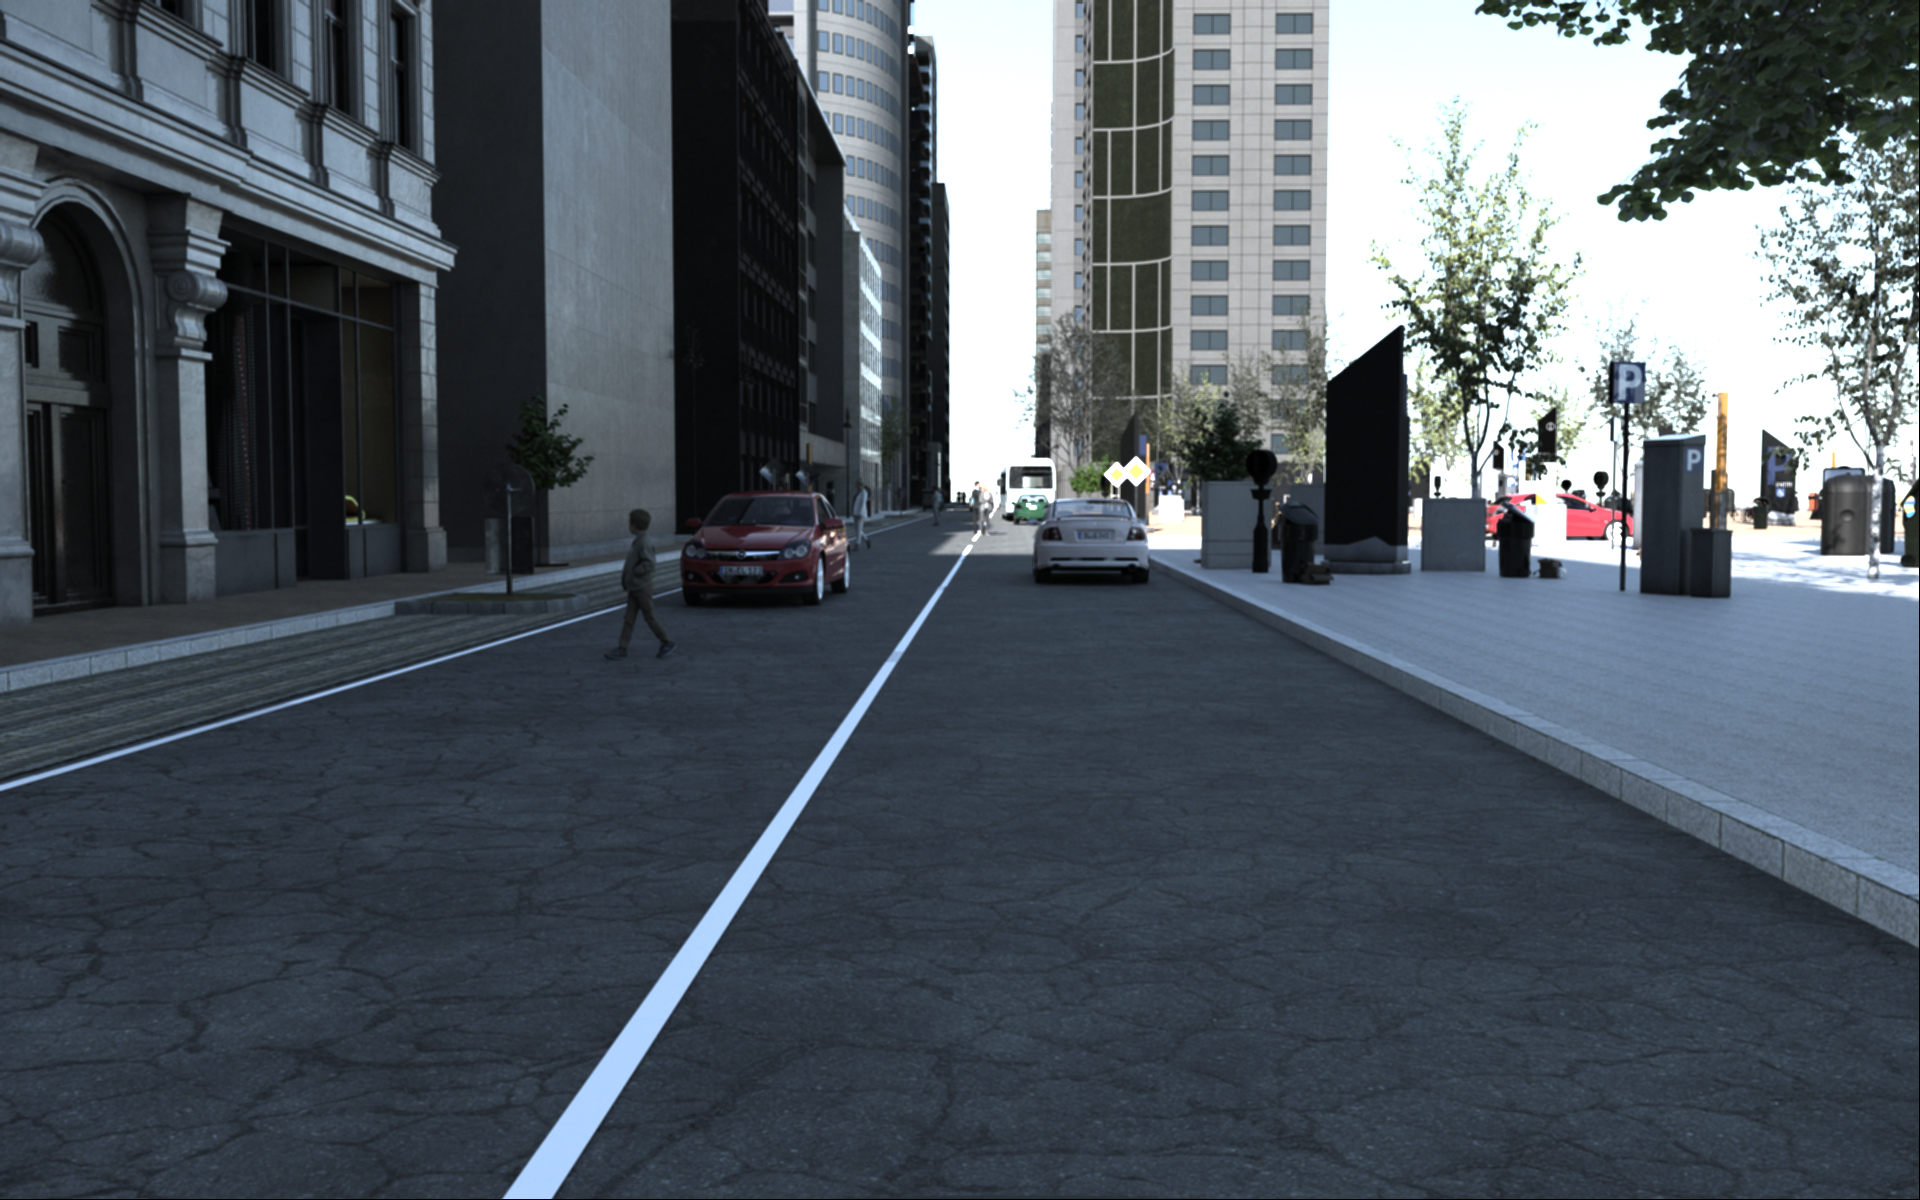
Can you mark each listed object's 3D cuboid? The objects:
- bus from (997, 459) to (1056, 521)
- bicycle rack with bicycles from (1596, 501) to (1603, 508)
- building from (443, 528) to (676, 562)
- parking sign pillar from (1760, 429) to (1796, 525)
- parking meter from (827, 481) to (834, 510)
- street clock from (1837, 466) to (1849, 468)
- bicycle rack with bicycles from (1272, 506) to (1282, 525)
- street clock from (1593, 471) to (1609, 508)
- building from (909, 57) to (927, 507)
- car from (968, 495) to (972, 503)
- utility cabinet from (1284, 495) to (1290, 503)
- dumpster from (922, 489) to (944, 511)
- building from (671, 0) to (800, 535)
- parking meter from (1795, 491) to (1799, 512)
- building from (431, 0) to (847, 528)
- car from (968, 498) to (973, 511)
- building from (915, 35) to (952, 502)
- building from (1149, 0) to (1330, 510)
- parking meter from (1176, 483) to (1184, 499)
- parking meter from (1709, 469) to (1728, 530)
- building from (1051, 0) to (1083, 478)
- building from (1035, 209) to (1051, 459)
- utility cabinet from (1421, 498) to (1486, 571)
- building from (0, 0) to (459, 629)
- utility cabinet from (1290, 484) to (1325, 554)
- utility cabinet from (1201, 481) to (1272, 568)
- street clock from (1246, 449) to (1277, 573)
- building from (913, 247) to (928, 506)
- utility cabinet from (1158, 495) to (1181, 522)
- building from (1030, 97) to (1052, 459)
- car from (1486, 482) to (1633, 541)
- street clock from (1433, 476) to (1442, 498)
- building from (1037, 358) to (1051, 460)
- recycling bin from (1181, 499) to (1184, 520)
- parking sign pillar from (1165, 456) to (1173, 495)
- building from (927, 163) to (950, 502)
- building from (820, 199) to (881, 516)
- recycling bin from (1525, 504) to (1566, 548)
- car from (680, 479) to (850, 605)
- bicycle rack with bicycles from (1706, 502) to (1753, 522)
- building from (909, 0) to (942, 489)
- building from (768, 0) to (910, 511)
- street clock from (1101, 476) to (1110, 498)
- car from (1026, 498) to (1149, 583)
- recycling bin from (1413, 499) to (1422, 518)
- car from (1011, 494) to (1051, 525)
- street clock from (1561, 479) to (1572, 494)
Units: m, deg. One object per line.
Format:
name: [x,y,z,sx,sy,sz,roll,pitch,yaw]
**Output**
bus: [3.643,-6.201,96.251,2.948,3.499,13.247,0,4,0]
bicycle rack with bicycles: [46.017,-6.883,125.925,2.852,0.926,2.925,2,4,26]
building: [-22.410,-13.457,39.090,30.058,24.678,14.314,0,4,1]
parking sign pillar: [33.695,-5.067,71.320,1.447,3.967,1.447,0,4,-2]
parking meter: [-5.736,-4.342,76.699,0.255,1.863,0.399,1,4,12]
street clock: [22.552,-2.427,44.253,0.471,2.002,0.358,1,4,15]
bicycle rack with bicycles: [12.244,-3.591,72.093,2.925,0.926,2.852,0,4,6]
street clock: [20.116,-3.047,54.387,0.358,2.002,0.471,-1,4,-20]
building: [-14.719,-31.638,171.912,22.147,44.769,28.867,0,4,1]
car: [2.079,-12.668,219.122,2.014,1.417,4.499,0,4,2]
utility cabinet: [21.621,-6.225,112.942,1.020,1.237,0.306,-2,4,-26]
dumpster: [-2.289,-8.405,145.641,1.865,1.857,1.264,0,4,3]
building: [-12.840,-14.197,61.805,12.332,23.373,15.834,0,4,1]
parking meter: [61.302,-7.252,126.979,0.372,1.533,0.369,0,3,0]
building: [-13.989,-16.290,85.416,14.314,24.678,30.058,0,4,1]
car: [1.655,-8.223,144.673,2.015,1.641,3.980,0,4,0]
building: [-11.765,-51.227,275.807,20.563,71.187,20.611,0,4,1]
building: [18.718,-43.208,144.710,20.563,71.187,20.611,0,4,1]
parking meter: [11.434,-5.162,90.113,0.399,1.863,0.255,0,4,-4]
parking meter: [17.967,-2.159,41.012,0.399,1.863,0.255,-3,4,-37]
building: [19.438,-38.376,169.452,21.231,58.520,28.212,0,4,1]
building: [17.828,-34.642,249.986,14.154,41.232,14.086,0,4,1]
utility cabinet: [8.228,-1.085,28.895,1.020,1.237,0.306,1,4,12]
building: [-13.573,-9.658,8.813,10.553,20.767,40.483,0,4,1]
utility cabinet: [7.551,-1.723,36.849,0.318,1.500,1.173,-3,4,-36]
utility cabinet: [4.757,-1.293,29.824,1.173,1.500,0.318,-1,4,-12]
street clock: [4.905,-1.447,28.227,0.471,2.002,0.358,3,5,43]
building: [-10.908,-25.811,193.704,14.160,30.474,14.107,0,4,1]
utility cabinet: [9.644,-4.185,79.589,1.020,1.237,0.306,0,4,-3]
building: [22.391,-58.636,271.368,22.319,86.520,31.000,0,4,1]
car: [17.522,-2.533,50.452,4.494,1.783,2.155,0,4,1]
street clock: [18.806,-3.894,68.234,0.358,2.002,0.471,1,4,22]
building: [24.342,-23.481,228.958,27.650,21.520,28.899,0,4,1]
recycling bin: [10.404,-4.388,84.298,0.722,1.027,0.722,-3,4,-36]
parking sign pillar: [12.424,-7.174,105.766,1.447,3.967,1.447,-2,4,-31]
building: [-12.470,-38.639,255.443,21.300,48.544,21.600,0,4,1]
building: [-10.761,-15.554,109.063,10.420,20.320,16.860,0,4,1]
recycling bin: [14.157,-1.795,41.902,0.722,1.027,0.722,-1,4,-14]
car: [-2.600,-0.899,23.741,2.155,1.783,4.494,0,4,3]
bicycle rack with bicycles: [36.214,-4.076,80.027,2.925,0.926,2.852,-2,4,-30]
building: [-13.417,-55.957,227.567,22.319,86.520,31.000,0,4,1]
building: [-15.466,-36.759,143.015,21.231,58.520,28.212,0,4,1]
street clock: [5.707,-3.878,67.978,0.358,2.002,0.471,-1,4,-18]
car: [2.171,-1.039,29.344,2.083,1.381,4.827,0,4,2]
recycling bin: [24.796,-4.928,93.135,0.722,1.027,0.722,0,4,1]
car: [3.471,-4.323,82.471,2.131,1.459,4.920,0,4,2]
street clock: [29.780,-4.924,85.078,0.471,2.002,0.358,3,5,43]
